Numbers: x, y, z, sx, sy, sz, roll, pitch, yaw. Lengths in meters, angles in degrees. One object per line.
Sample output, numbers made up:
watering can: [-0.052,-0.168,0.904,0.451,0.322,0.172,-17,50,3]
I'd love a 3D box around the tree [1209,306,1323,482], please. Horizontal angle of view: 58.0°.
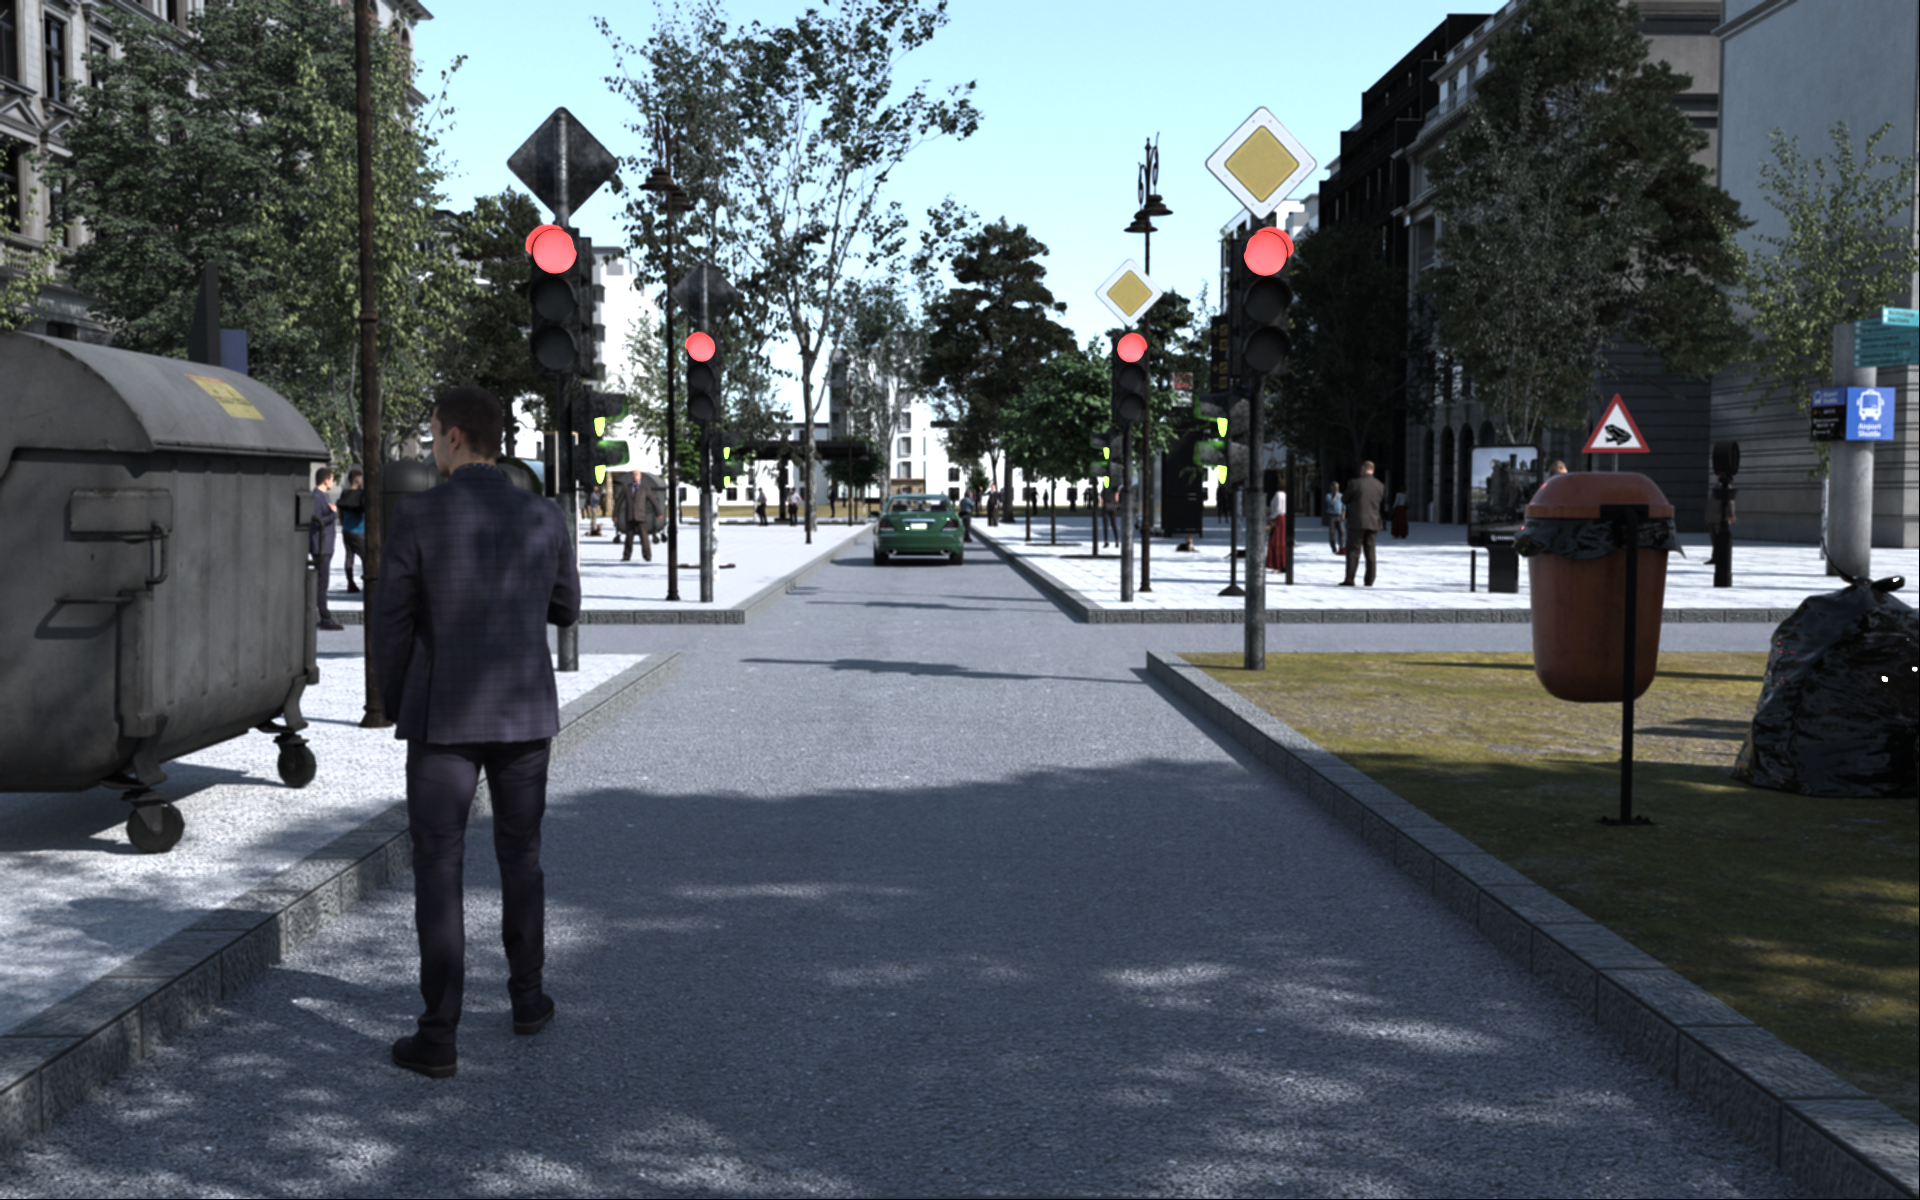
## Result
tree: [10.753,-6.849,62.341,4.360,8.622,3.978,0,3,0]

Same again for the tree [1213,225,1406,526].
tree: [14.654,-9.003,69.254,6.751,12.117,7.091,0,3,0]

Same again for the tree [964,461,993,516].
tree: [1.134,-6.528,101.329,1.663,3.219,1.824,0,3,0]

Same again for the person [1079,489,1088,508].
person: [11.249,-9.111,155.825,1.217,1.723,0.721,2,4,27]

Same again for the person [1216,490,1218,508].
person: [24.305,-9.564,163.340,0.530,1.710,0.541,3,5,43]

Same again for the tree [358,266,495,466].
tree: [-16.935,-6.460,55.978,4.360,8.622,3.978,0,3,0]

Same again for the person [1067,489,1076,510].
person: [8.972,-8.100,139.198,0.721,1.743,1.217,-2,4,-30]

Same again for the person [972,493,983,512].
person: [1.071,-7.327,126.515,1.217,1.739,0.721,-1,4,-21]

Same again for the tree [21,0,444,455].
tree: [-16.956,-8.235,41.300,9.857,13.997,8.962,0,3,0]

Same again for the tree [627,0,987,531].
tree: [-4.925,-12.330,57.486,12.611,20.169,13.585,0,3,0]

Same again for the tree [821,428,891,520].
tree: [-5.059,-6.197,85.028,4.285,4.588,4.351,0,3,0]

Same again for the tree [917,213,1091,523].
tree: [1.997,-10.398,77.429,7.806,13.903,7.818,0,3,0]

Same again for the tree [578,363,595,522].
tree: [-17.421,-7.936,80.115,4.737,8.622,4.395,0,3,0]

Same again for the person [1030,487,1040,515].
person: [4.552,-6.133,107.038,0.721,1.735,1.217,3,5,39]

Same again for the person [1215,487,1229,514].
person: [17.350,-6.547,113.796,1.217,1.735,0.721,2,4,34]

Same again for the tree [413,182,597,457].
tree: [-18.384,-9.922,69.654,7.806,13.903,7.818,0,3,0]

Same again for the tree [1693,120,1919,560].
tree: [16.662,-5.092,33.618,4.737,8.622,4.395,0,3,0]

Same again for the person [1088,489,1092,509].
person: [11.045,-8.573,147.021,0.445,1.727,0.742,1,4,8]

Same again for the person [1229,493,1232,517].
person: [15.433,-5.633,97.770,0.705,1.869,1.348,2,4,26]

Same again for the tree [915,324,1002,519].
tree: [1.901,-9.421,88.452,8.767,10.594,7.601,0,4,0]

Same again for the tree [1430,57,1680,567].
tree: [10.033,-4.891,30.323,4.360,8.622,3.978,0,3,0]

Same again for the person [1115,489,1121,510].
person: [12.852,-8.308,141.978,1.348,1.812,0.705,1,4,16]

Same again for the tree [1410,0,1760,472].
tree: [15.180,-8.210,41.664,7.806,13.903,7.818,0,3,0]

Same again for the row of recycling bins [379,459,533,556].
row of recycling bins: [-6.359,-0.915,22.075,1.069,1.692,3.534,1,4,9]

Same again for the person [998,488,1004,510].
person: [2.960,-7.143,123.750,0.541,1.710,0.530,1,4,20]

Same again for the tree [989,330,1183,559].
tree: [2.685,-3.134,34.954,4.285,4.588,4.351,0,3,0]

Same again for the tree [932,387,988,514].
tree: [0.545,-9.703,109.001,4.360,8.622,3.978,0,3,0]

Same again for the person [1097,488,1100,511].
person: [10.194,-7.433,128.356,0.721,1.735,1.217,-3,5,-40]

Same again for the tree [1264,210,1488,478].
tree: [13.117,-7.452,56.245,8.767,10.594,7.601,0,4,6]

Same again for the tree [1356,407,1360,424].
tree: [16.826,-7.932,80.058,4.737,8.622,4.395,0,3,0]

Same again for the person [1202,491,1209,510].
person: [18.930,-7.941,135.859,1.348,1.826,0.705,-1,4,-12]

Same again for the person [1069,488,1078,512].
person: [8.269,-7.300,125.845,0.568,1.767,0.683,3,5,43]

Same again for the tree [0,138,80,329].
tree: [-17.481,-4.815,29.081,4.737,8.622,4.395,0,3,0]

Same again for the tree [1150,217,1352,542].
tree: [7.398,-5.876,46.428,4.737,8.622,4.395,0,3,0]

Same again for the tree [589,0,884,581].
tree: [-3.518,-4.581,25.270,4.360,8.622,3.978,0,3,0]

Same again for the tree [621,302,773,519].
tree: [-13.507,-10.080,90.565,9.928,11.665,9.643,0,3,0]

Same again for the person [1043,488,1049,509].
person: [7.169,-8.486,145.334,0.434,1.755,0.990,-1,4,-22]

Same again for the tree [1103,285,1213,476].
tree: [10.207,-10.275,90.045,6.751,12.117,7.091,0,3,0]

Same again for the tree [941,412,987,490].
tree: [0.531,-11.824,143.681,4.737,8.622,4.395,0,3,0]

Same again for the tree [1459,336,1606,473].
tree: [15.965,-6.045,49.198,4.737,8.622,4.395,0,3,0]

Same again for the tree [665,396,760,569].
tree: [-4.308,-2.177,30.190,1.663,3.219,1.824,0,3,0]
